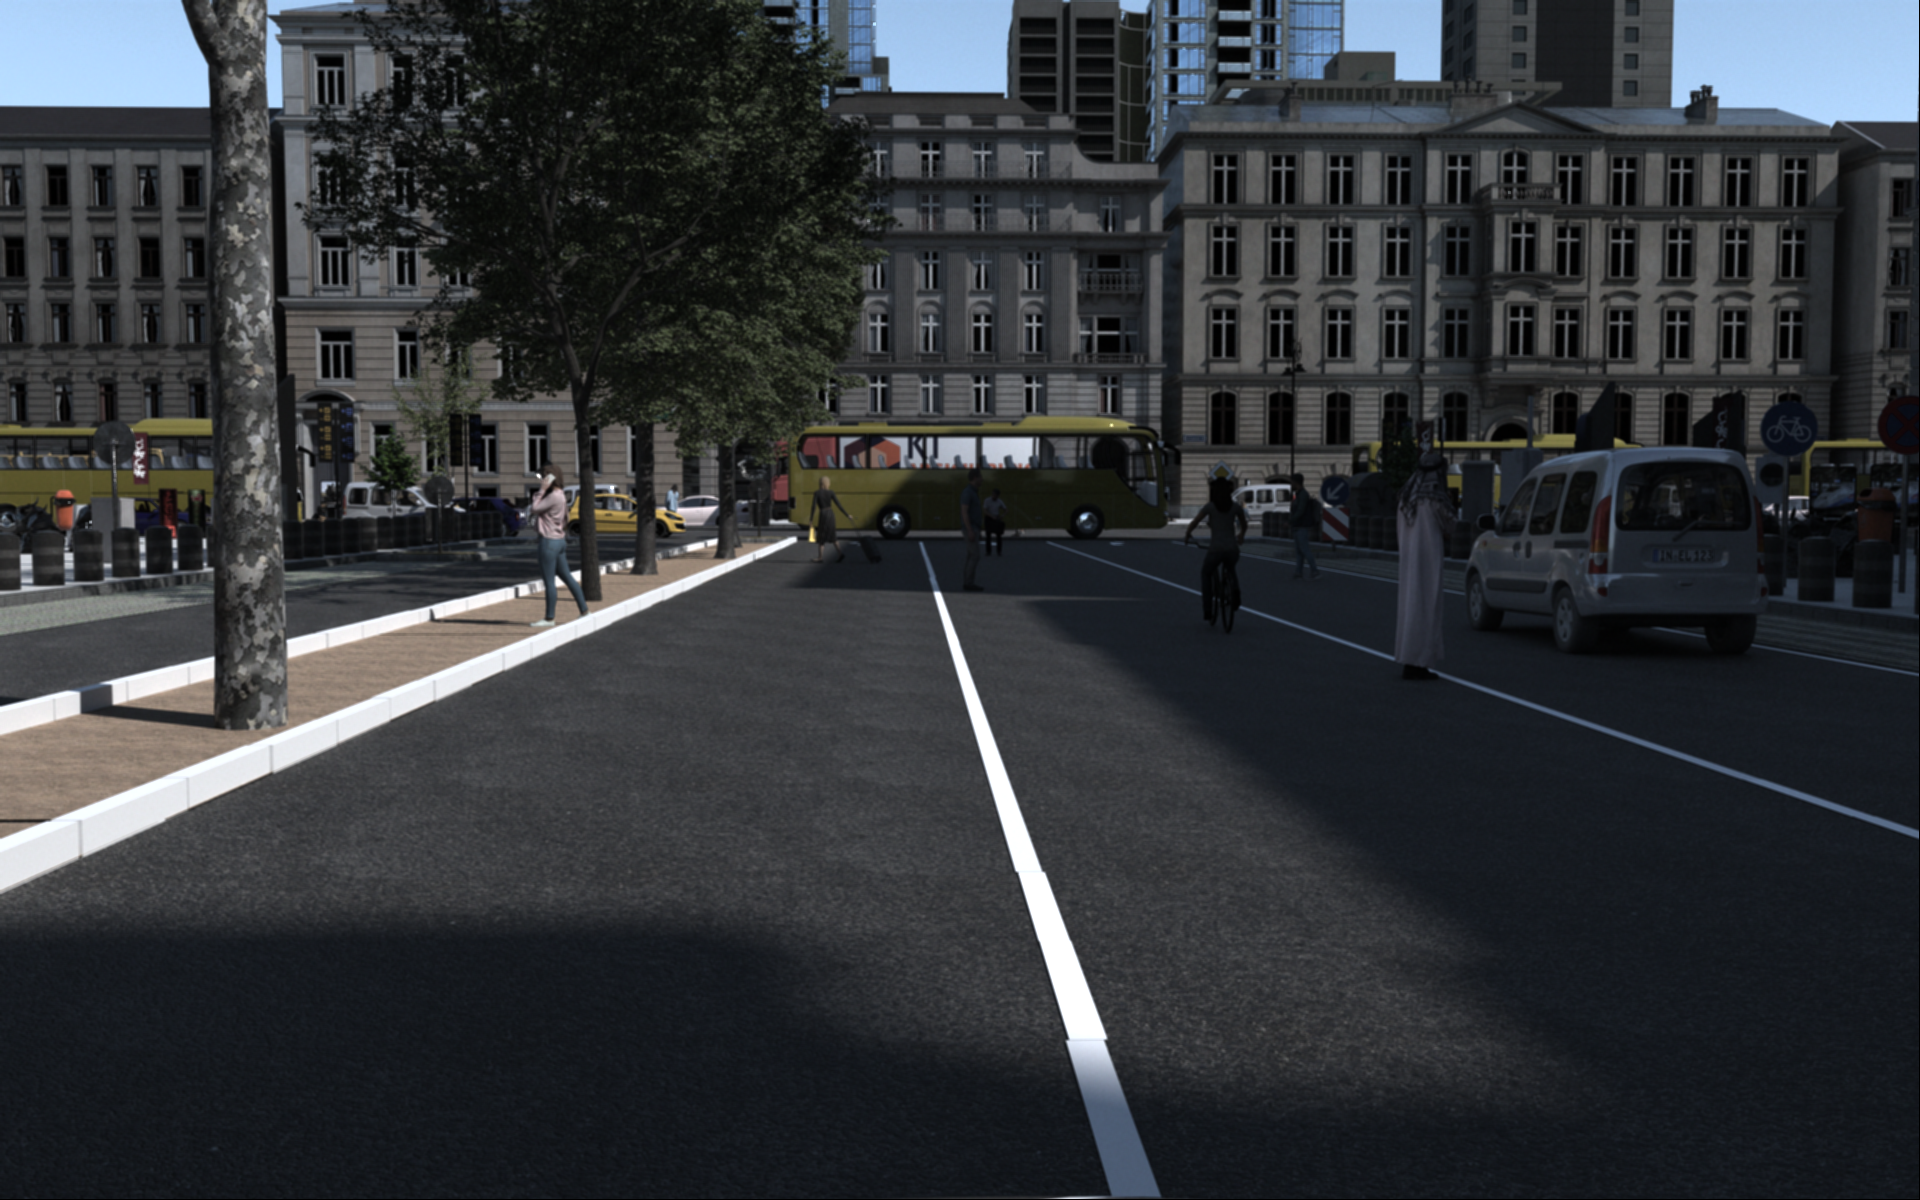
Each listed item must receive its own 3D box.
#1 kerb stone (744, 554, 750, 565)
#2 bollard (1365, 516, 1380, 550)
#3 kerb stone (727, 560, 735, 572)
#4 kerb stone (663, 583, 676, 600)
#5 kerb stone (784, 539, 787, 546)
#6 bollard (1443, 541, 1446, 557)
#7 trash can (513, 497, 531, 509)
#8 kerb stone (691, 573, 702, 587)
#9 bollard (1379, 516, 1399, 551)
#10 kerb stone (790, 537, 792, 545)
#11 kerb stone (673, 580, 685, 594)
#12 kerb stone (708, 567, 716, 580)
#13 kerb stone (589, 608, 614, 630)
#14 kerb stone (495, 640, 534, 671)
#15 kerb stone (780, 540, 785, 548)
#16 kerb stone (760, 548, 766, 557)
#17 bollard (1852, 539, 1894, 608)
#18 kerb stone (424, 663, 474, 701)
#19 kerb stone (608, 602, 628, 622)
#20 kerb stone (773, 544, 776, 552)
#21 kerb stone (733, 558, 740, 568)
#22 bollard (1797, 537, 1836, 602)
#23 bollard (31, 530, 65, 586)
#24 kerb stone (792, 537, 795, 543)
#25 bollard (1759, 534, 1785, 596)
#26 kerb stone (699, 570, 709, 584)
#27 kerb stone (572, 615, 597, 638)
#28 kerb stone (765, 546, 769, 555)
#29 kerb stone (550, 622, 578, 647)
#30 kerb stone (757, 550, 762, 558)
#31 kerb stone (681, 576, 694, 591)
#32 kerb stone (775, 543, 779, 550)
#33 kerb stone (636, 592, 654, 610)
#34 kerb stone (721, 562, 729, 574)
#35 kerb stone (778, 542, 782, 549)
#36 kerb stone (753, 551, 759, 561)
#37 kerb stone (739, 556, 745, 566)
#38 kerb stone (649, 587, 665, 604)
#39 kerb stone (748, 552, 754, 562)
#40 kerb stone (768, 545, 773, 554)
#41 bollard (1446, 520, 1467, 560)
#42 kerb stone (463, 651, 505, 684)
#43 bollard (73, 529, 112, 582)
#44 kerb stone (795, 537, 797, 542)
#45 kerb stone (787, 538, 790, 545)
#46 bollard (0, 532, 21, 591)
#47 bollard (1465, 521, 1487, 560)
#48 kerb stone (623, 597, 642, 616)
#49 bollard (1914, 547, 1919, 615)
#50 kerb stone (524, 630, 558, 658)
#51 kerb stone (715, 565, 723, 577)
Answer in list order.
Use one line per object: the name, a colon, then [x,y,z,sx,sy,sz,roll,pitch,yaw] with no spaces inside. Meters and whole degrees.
kerb stone: [-4.412,-0.785,35.054,0.120,0.150,1.000,0,4,-2]
bollard: [9.689,-1.554,40.123,0.404,0.777,0.398,0,3,0]
kerb stone: [-4.317,-0.595,31.972,0.120,0.150,1.000,0,4,-2]
kerb stone: [-4.057,-0.095,23.750,0.120,0.150,1.000,0,4,-2]
kerb stone: [-4.783,-1.479,46.385,0.120,0.150,1.000,0,4,-2]
bollard: [9.839,-1.260,35.312,0.404,0.777,0.398,0,3,0]
trash can: [-19.205,-3.937,76.016,0.748,1.137,0.748,0,3,0]
kerb stone: [-4.156,-0.284,26.837,0.120,0.150,1.000,0,4,-2]
bollard: [9.722,-1.480,38.921,0.404,0.777,0.398,0,3,0]
kerb stone: [-4.850,-1.606,48.446,0.120,0.150,1.000,0,4,-2]
kerb stone: [-4.094,-0.156,24.783,0.120,0.150,1.000,0,4,-2]
kerb stone: [-4.226,-0.407,28.892,0.120,0.150,1.000,0,4,-2]
kerb stone: [-3.892,0.219,18.616,0.120,0.150,1.000,0,4,-2]
kerb stone: [-3.761,0.470,14.505,0.120,0.150,1.000,0,4,-2]
kerb stone: [-4.741,-1.416,45.354,0.120,0.150,1.000,0,4,-2]
kerb stone: [-4.551,-1.038,39.165,0.120,0.150,1.000,0,4,-2]
bollard: [10.343,-0.300,19.622,0.404,0.777,0.398,0,3,0]
kerb stone: [-3.695,0.596,12.450,0.120,0.150,1.000,0,4,-2]
kerb stone: [-3.931,0.160,19.640,0.120,0.150,1.000,0,4,-2]
kerb stone: [-4.647,-1.227,42.257,0.120,0.150,1.000,0,4,-2]
kerb stone: [-4.353,-0.661,32.996,0.120,0.150,1.000,0,4,-2]
bollard: [10.302,-0.374,20.825,0.404,0.777,0.398,0,3,0]
bollard: [-12.799,-0.587,24.313,0.404,0.777,0.398,0,3,0]
kerb stone: [-4.875,-1.669,49.482,0.120,0.150,1.000,0,4,-2]
bollard: [10.264,-0.447,22.026,0.404,0.777,0.398,0,3,0]
kerb stone: [-4.189,-0.347,27.863,0.120,0.150,1.000,0,4,-2]
kerb stone: [-3.860,0.285,17.582,0.120,0.150,1.000,0,4,-2]
kerb stone: [-4.582,-1.101,40.197,0.120,0.150,1.000,0,4,-2]
kerb stone: [-3.830,0.345,16.557,0.120,0.150,1.000,0,4,-2]
kerb stone: [-4.521,-0.974,38.133,0.120,0.150,1.000,0,4,-2]
kerb stone: [-4.119,-0.221,25.810,0.120,0.150,1.000,0,4,-2]
kerb stone: [-4.688,-1.287,43.281,0.120,0.150,1.000,0,4,-2]
kerb stone: [-3.992,0.031,21.689,0.120,0.150,1.000,0,4,-2]
kerb stone: [-4.292,-0.533,30.948,0.120,0.150,1.000,0,4,-2]
kerb stone: [-4.723,-1.348,44.324,0.120,0.150,1.000,0,4,-2]
kerb stone: [-4.474,-0.912,37.103,0.120,0.150,1.000,0,4,-2]
kerb stone: [-4.379,-0.718,34.022,0.120,0.150,1.000,0,4,-2]
kerb stone: [-4.032,-0.032,22.723,0.120,0.150,1.000,0,4,-2]
kerb stone: [-4.446,-0.849,36.078,0.120,0.150,1.000,0,4,-2]
kerb stone: [-4.614,-1.164,41.221,0.120,0.150,1.000,0,4,-2]
bollard: [9.880,-1.186,34.111,0.404,0.777,0.398,0,3,0]
kerb stone: [-3.733,0.533,13.474,0.120,0.150,1.000,0,4,-2]
bollard: [-12.840,-0.660,25.514,0.404,0.777,0.398,0,3,0]
kerb stone: [-4.912,-1.732,50.506,0.120,0.150,1.000,0,4,-2]
kerb stone: [-4.819,-1.543,47.421,0.120,0.150,1.000,0,4,-2]
bollard: [-12.761,-0.513,23.104,0.404,0.777,0.398,0,3,0]
bollard: [9.917,-1.112,32.906,0.404,0.777,0.398,0,3,0]
kerb stone: [-3.962,0.094,20.665,0.120,0.150,1.000,0,4,-2]
bollard: [10.383,-0.226,18.412,0.404,0.777,0.398,0,3,0]
kerb stone: [-3.793,0.408,15.529,0.120,0.150,1.000,0,4,-2]
kerb stone: [-4.258,-0.468,29.923,0.120,0.150,1.000,0,4,-2]
